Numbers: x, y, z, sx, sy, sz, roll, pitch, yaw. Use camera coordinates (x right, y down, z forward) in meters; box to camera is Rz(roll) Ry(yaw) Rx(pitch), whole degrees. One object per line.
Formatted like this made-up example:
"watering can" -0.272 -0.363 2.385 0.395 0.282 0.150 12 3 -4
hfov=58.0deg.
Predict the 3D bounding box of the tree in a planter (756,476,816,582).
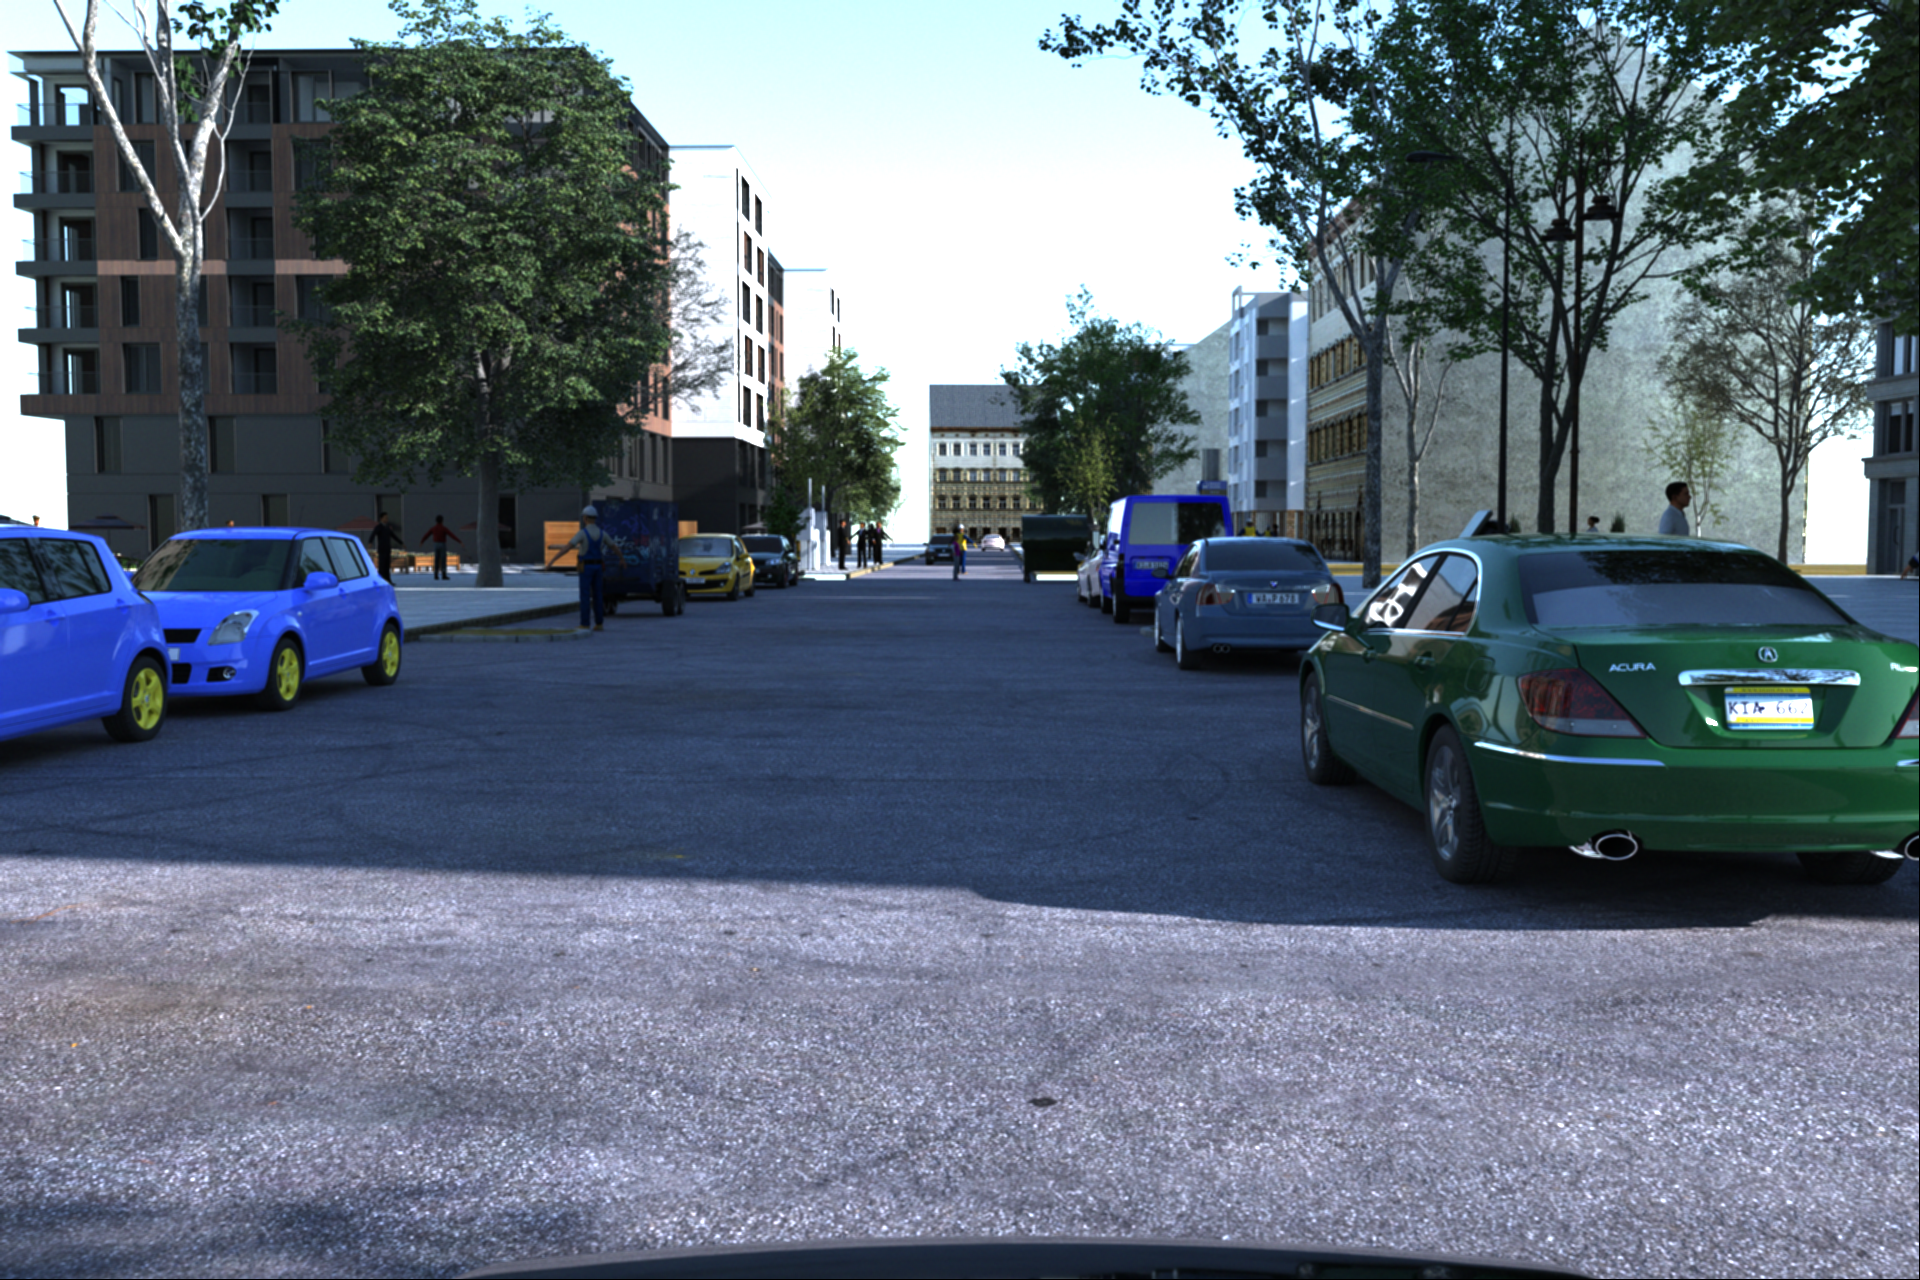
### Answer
"tree in a planter" -5.466 -3.411 52.987 1.991 3.239 1.994 0 4 1

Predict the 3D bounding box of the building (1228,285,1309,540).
"building" 25.727 -16.866 132.178 16.016 20.090 11.380 0 4 1

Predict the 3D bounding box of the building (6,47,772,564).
"building" -25.839 -15.023 89.603 27.936 21.610 32.646 0 4 1

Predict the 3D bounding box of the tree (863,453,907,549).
"tree" -6.307 -12.390 152.945 4.360 8.622 3.978 0 3 0

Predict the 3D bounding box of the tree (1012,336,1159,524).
"tree" 8.130 -12.382 109.093 9.857 13.997 8.962 0 3 0

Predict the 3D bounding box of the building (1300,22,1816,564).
"building" 27.548 -15.442 83.413 19.493 23.208 18.063 0 4 2

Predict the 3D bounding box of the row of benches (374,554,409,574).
"row of benches" -19.790 -2.442 55.395 4.104 0.672 1.422 -1 4 -18

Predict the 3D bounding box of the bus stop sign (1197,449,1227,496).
"bus stop sign" 7.788 -3.950 53.591 0.837 3.901 0.837 0 4 1

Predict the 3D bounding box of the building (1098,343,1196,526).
"building" 29.895 -21.892 201.904 27.936 21.610 32.646 0 4 1

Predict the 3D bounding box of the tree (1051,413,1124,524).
"tree" 7.595 -9.117 99.422 4.737 8.622 4.395 0 3 0

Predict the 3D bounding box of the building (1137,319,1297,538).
"building" 28.065 -21.122 176.276 19.493 23.208 18.063 0 4 1

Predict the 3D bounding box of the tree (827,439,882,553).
"tree" -7.502 -10.091 115.343 4.360 8.622 3.978 0 3 0

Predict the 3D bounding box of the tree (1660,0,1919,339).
"tree" 8.499 -5.740 11.983 7.486 12.596 7.792 0 3 0

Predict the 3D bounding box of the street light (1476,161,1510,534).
"street light" 7.182 -2.971 21.119 1.470 5.913 1.316 0 4 2

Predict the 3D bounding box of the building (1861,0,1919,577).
"building" 30.139 -11.925 41.657 8.464 21.280 15.925 0 4 1

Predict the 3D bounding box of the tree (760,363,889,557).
"tree" -7.328 -9.840 95.291 7.601 10.594 8.767 1 4 8

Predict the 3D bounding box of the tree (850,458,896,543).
"tree" -12.860 -20.333 250.572 7.486 12.596 7.792 0 3 0

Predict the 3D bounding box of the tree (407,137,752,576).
"tree" -11.636 -8.734 53.168 12.009 13.543 11.850 0 3 0

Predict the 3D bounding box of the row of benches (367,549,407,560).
"row of benches" -23.422 -3.359 70.382 1.422 0.672 4.104 0 4 0

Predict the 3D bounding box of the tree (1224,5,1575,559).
"tree" 16.090 -12.701 63.555 12.611 20.169 13.585 0 3 0

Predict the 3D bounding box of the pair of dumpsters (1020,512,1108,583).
"pair of dumpsters" 3.998 -2.828 51.192 4.436 2.255 1.574 0 3 0

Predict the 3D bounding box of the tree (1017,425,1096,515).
"tree" 9.109 -14.277 159.190 9.928 11.665 9.643 0 3 0

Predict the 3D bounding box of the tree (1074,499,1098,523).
"tree" 20.241 -20.915 248.607 9.857 13.997 8.962 0 3 0

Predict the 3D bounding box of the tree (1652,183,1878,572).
"tree" 28.232 -9.079 58.810 12.009 13.543 11.850 0 3 0

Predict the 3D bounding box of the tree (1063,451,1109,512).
"tree" 8.811 -10.381 120.089 4.737 8.622 4.395 0 3 0

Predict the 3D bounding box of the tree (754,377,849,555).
"tree" -7.542 -8.047 81.925 4.737 8.622 4.395 0 3 0

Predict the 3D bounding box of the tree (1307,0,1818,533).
"tree" 9.619 -6.232 27.650 9.928 11.665 9.643 0 3 0

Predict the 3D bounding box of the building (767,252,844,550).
"building" -24.119 -17.600 131.734 27.936 21.610 32.646 0 4 1

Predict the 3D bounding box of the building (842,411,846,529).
"building" -22.355 -21.822 187.726 19.493 23.208 18.063 0 4 1

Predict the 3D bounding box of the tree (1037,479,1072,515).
"tree" 8.893 -11.920 145.250 4.360 8.622 3.978 0 3 0

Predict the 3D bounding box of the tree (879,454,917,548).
"tree" -6.189 -12.747 158.776 4.360 8.622 3.978 0 3 0

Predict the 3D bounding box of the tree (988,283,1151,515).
"tree" 8.493 -16.983 133.567 12.611 20.169 13.585 0 3 0

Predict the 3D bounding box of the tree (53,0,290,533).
"tree" -12.965 -10.353 25.165 12.611 20.169 13.585 0 3 0

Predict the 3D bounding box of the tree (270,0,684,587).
"tree" -11.336 -8.260 41.711 9.857 13.997 8.962 0 3 0

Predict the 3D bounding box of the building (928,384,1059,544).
"building" 4.497 -25.606 252.041 18.063 23.208 19.493 0 4 -2

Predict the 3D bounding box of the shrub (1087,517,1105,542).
"shrub" 5.524 -3.630 63.771 1.690 2.028 1.600 0 3 0

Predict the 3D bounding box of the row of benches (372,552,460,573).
"row of benches" -18.371 -2.649 58.780 1.422 0.672 4.104 1 4 19

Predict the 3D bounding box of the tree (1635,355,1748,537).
"tree" 30.024 -7.312 69.908 4.360 8.622 3.978 0 3 0

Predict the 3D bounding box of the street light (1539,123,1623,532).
"street light" 7.144 -2.893 20.086 0.468 5.910 1.993 0 4 1

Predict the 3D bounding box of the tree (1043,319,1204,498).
"tree" 8.152 -9.745 85.090 9.928 11.665 9.643 0 3 0

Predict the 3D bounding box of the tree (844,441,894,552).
"tree" -6.912 -10.770 126.454 4.360 8.622 3.978 0 3 0

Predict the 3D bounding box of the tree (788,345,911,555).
"tree" -6.852 -11.401 104.538 7.486 12.596 7.792 0 3 0

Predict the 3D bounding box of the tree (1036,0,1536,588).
"tree" 8.700 -11.354 41.529 12.611 20.169 13.585 0 3 0
